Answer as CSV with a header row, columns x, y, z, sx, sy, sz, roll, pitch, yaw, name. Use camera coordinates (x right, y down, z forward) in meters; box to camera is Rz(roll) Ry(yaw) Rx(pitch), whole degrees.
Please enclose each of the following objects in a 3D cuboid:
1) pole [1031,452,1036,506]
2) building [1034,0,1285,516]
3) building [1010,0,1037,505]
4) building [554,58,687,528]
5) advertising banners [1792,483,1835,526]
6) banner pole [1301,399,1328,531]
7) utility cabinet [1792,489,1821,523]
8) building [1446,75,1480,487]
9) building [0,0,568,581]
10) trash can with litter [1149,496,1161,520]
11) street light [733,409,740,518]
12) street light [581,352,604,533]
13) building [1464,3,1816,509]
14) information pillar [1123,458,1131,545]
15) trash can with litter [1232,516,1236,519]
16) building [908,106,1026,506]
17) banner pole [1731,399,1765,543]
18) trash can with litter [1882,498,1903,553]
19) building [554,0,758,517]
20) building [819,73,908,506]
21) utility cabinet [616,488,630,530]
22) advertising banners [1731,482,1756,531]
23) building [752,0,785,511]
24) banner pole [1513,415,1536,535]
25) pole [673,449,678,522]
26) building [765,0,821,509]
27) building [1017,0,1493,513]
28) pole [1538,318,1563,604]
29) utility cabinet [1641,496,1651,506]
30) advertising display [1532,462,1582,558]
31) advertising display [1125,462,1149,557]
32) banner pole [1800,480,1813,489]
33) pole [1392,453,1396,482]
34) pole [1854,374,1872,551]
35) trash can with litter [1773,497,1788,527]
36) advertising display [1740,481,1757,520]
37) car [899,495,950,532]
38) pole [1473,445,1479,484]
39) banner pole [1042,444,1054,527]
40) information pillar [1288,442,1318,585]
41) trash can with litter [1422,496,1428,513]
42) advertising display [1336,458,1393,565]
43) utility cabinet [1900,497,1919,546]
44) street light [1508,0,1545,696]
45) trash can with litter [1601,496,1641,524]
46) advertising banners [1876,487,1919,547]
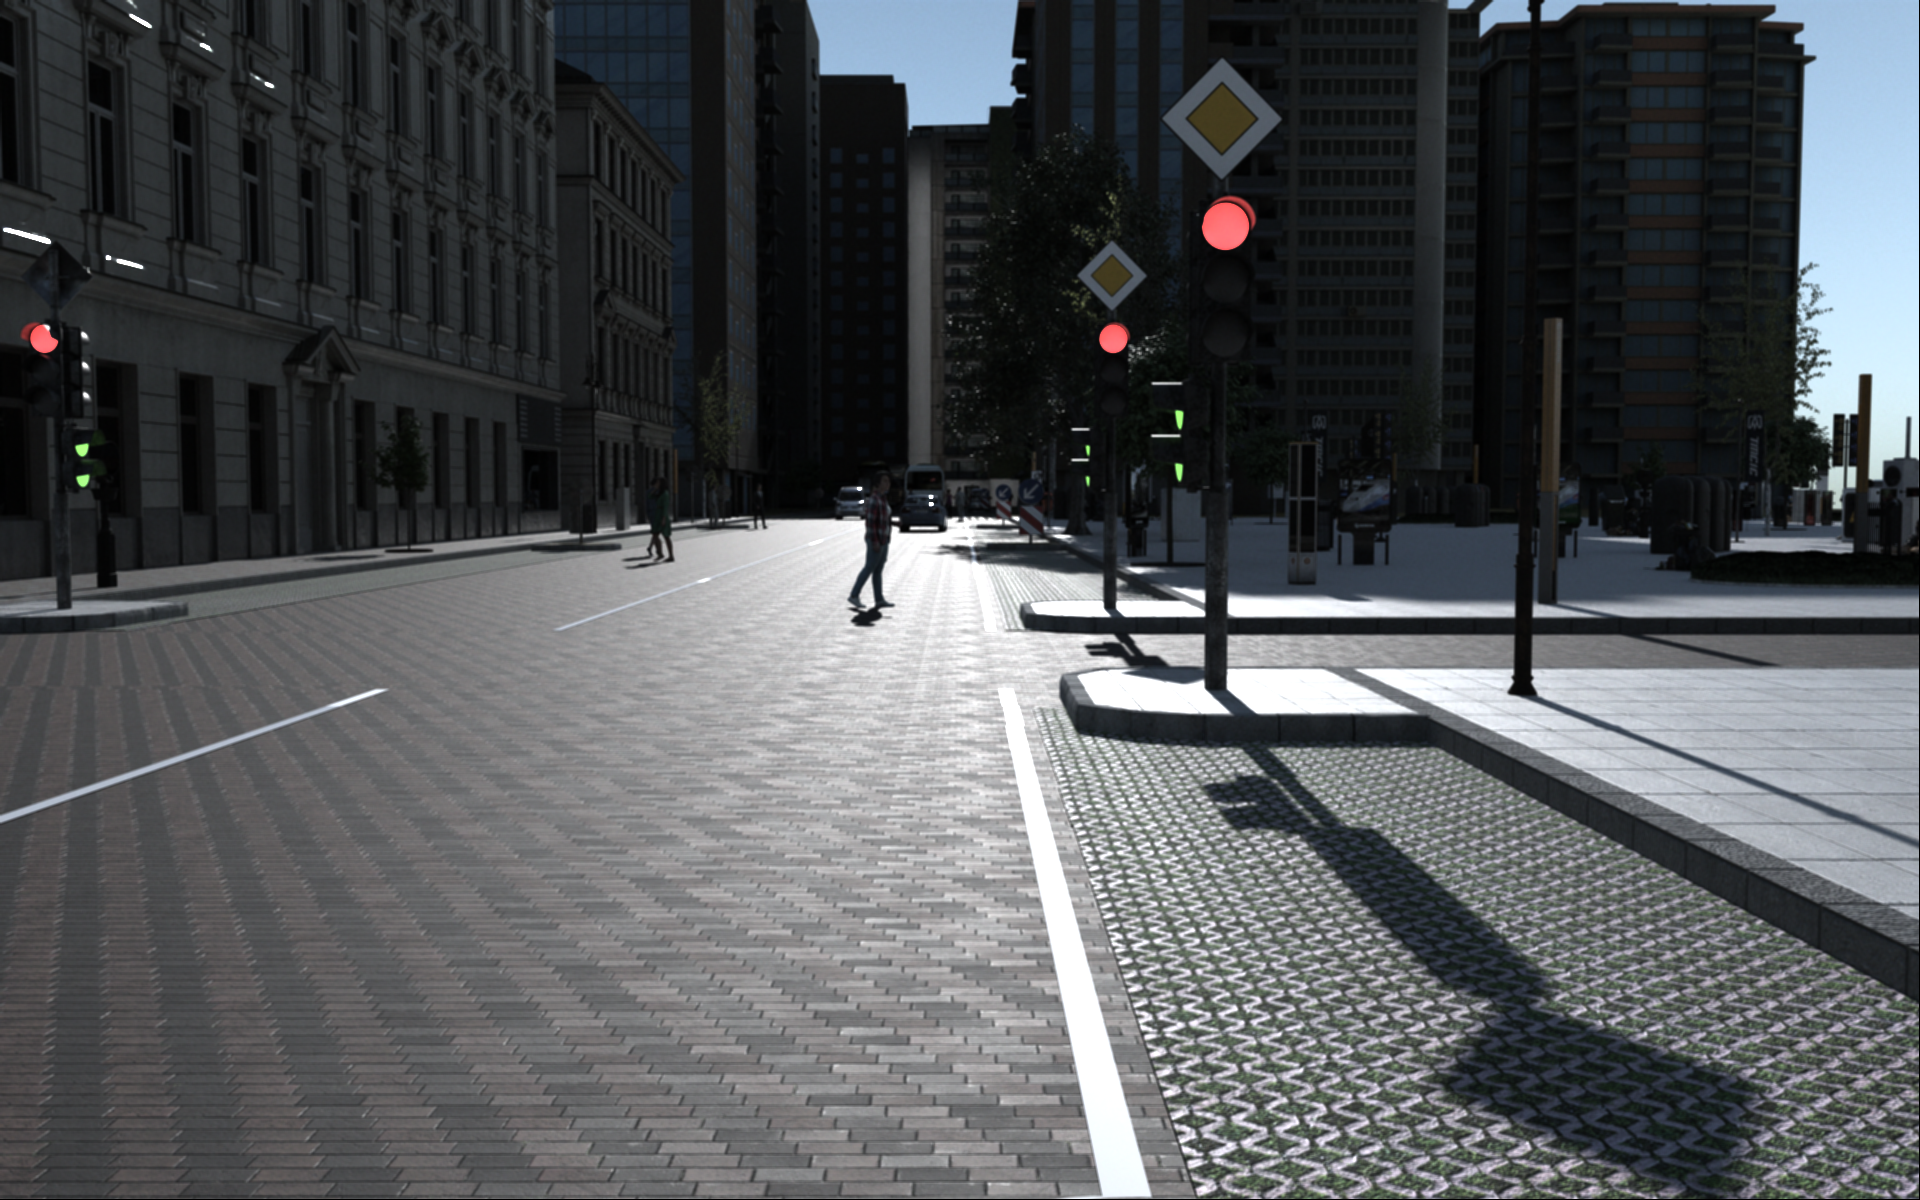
x,y,z,sx,sy,sz,roll,pitch,yaw,name
3.545,-5.477,83.385,0.158,3.312,0.155,0,3,0,pole
11.902,-28.045,108.646,14.600,45.320,14.200,0,3,0,building
15.715,-30.572,154.479,22.147,44.769,28.867,0,3,0,building
-18.266,-12.755,73.169,10.561,19.102,19.286,0,3,0,building
34.719,-4.553,70.632,2.074,3.025,0.090,0,4,-8,advertising banners
9.315,-3.405,45.683,0.863,3.779,0.401,-1,4,-11,banner pole
37.636,-4.178,76.991,1.173,1.500,0.318,0,4,-7,utility cabinet
39.363,-29.260,161.997,14.086,41.232,14.154,0,3,0,building
-21.958,-16.194,41.189,17.030,29.872,44.131,0,3,0,building
9.684,-4.510,84.800,2.233,1.210,1.678,3,5,44,trash can with litter
-12.082,-7.405,93.865,0.468,5.910,1.993,0,3,0,street light
-11.991,-5.131,56.676,0.468,5.910,1.993,0,3,0,street light
61.032,-30.763,157.597,28.867,44.769,22.147,0,3,0,building
4.425,-3.210,43.843,0.183,3.616,0.504,-2,4,-27,information pillar
13.977,-4.874,90.754,1.678,1.210,2.233,3,4,38,trash can with litter
1.413,-30.734,186.098,14.086,41.232,14.154,0,3,0,building
20.776,-3.405,45.685,0.401,3.779,0.863,-3,5,-43,banner pole
17.714,-1.346,33.068,1.678,1.210,2.233,0,4,1,trash can with litter
-19.699,-27.604,101.435,14.600,45.320,14.200,0,3,0,building
-12.729,-32.750,185.581,14.200,45.320,14.600,0,3,0,building
-11.951,-3.221,61.341,0.318,1.500,1.173,0,4,-1,utility cabinet
26.784,-3.881,59.649,0.090,3.025,2.074,-1,4,-14,advertising banners
-24.328,-28.660,123.217,22.147,44.769,28.867,0,3,0,building
17.765,-3.934,54.332,0.863,3.779,0.401,-2,4,-28,banner pole
-12.867,-5.165,78.294,0.158,3.312,0.155,0,3,0,pole
-24.111,-32.690,158.182,21.600,48.544,21.300,0,3,0,building
20.602,-26.671,127.959,32.217,40.220,23.993,0,3,0,building
6.880,-1.611,20.183,0.158,3.312,0.155,0,3,0,pole
27.689,-3.589,69.849,0.306,1.237,1.020,1,4,11,utility cabinet
12.049,-1.821,34.984,0.974,1.923,0.123,0,4,-7,advertising display
3.625,-1.849,35.441,0.123,1.923,0.974,2,4,28,advertising display
45.060,-6.241,92.051,0.401,3.779,0.863,-3,4,-38,banner pole
21.479,-5.618,85.692,0.158,3.312,0.155,0,3,0,pole
15.415,-2.186,29.581,0.158,3.312,0.155,0,3,0,pole
32.287,-3.461,67.972,0.624,1.170,1.055,1,4,12,trash can with litter
39.054,-4.935,85.904,0.123,1.923,0.974,-2,4,-31,advertising display
-1.418,-3.400,67.597,2.014,1.417,4.499,0,4,1,car
21.282,-4.750,71.513,0.158,3.312,0.155,0,3,0,pole
3.349,-4.721,67.203,0.401,3.779,0.863,-1,4,-23,banner pole
4.863,-1.228,24.577,0.304,2.012,0.304,-1,4,-18,information pillar
21.579,-4.213,79.942,1.678,1.210,2.233,1,4,19,trash can with litter
7.322,-1.601,31.384,0.974,1.923,0.123,0,4,3,advertising display
22.045,-1.762,39.971,1.020,1.237,0.306,-3,4,-37,utility cabinet
3.608,-2.333,10.933,0.468,5.910,1.993,0,3,0,street light
28.516,-3.844,73.912,2.233,1.210,1.678,1,4,12,trash can with litter
22.783,-2.761,41.338,0.090,3.025,2.074,-1,4,-20,advertising banners
